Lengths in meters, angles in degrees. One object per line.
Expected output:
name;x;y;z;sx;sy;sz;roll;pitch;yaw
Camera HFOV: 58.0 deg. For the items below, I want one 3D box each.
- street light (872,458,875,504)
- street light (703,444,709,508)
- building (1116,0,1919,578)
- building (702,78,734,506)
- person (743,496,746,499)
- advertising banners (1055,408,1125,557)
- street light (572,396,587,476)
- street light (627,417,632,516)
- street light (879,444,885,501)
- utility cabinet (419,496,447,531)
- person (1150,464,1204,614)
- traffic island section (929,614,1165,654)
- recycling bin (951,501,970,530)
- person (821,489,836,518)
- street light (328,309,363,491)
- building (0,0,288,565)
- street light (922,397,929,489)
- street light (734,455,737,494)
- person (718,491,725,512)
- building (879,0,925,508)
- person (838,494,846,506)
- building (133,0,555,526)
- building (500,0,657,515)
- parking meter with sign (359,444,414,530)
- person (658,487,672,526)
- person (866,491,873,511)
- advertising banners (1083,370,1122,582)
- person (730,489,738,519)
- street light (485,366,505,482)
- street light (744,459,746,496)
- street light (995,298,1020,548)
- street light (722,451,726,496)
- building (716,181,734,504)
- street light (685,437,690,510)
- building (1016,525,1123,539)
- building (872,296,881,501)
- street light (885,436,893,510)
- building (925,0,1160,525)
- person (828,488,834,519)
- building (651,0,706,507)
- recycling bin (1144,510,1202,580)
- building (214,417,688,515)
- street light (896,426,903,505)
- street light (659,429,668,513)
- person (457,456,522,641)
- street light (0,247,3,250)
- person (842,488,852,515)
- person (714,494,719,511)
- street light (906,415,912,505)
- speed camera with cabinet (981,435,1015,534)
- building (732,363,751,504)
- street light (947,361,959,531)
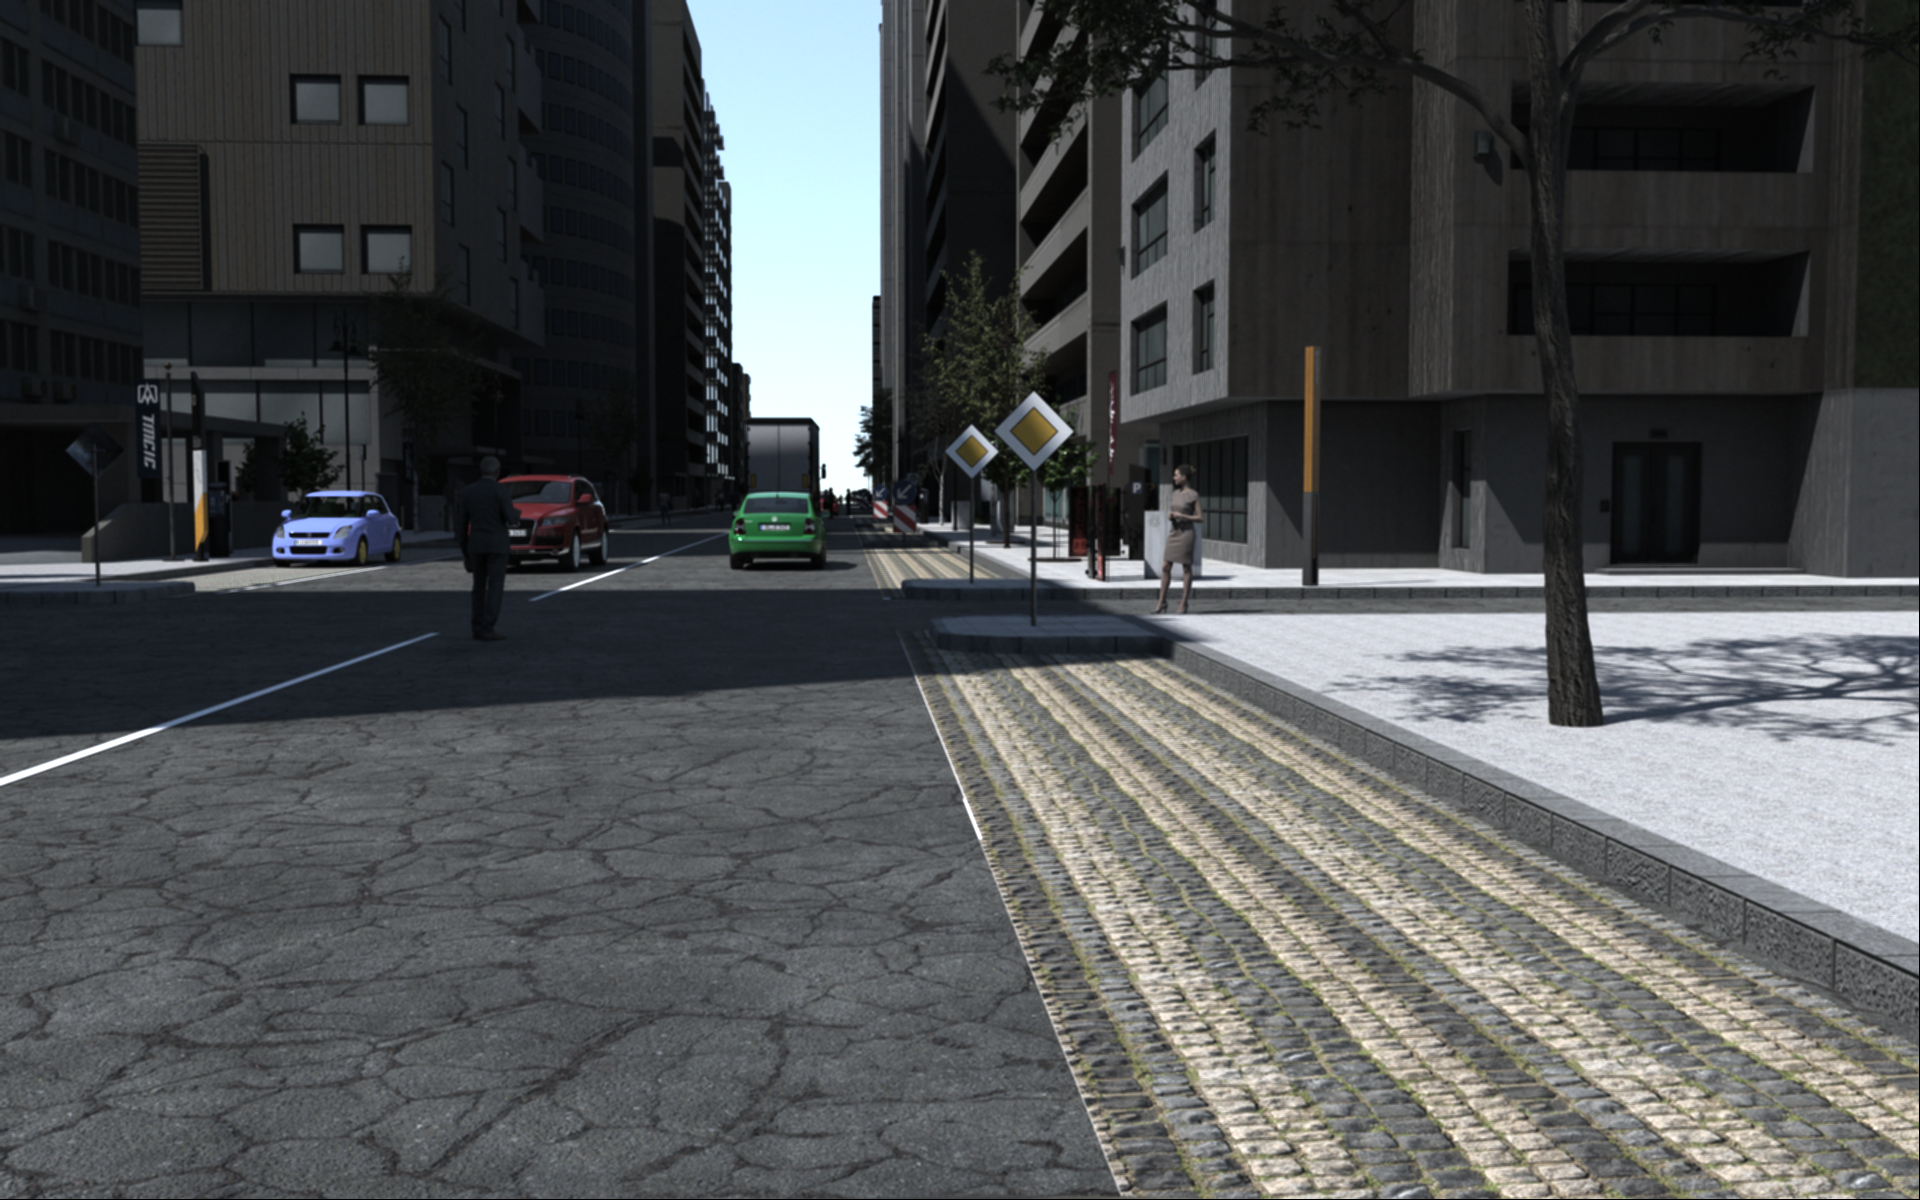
street light;-9.840;-13.909;200.204;0.468;5.910;1.993;0;4;-4
street light;-23.304;-11.411;159.365;0.468;5.910;1.993;0;4;-4
building;10.968;-15.941;32.340;14.107;30.474;14.160;0;4;-4
building;-38.307;-35.311;196.940;23.786;49.044;30.456;0;4;-4
person;-20.123;-9.491;164.391;1.217;1.735;0.721;3;4;38
advertising banners;2.466;-2.396;35.358;2.074;3.025;0.090;-2;4;-27
street light;-17.932;-6.665;81.763;0.468;5.910;1.993;0;4;-4
street light;-19.240;-7.822;100.679;0.468;5.910;1.993;0;4;-4
street light;-6.793;-11.240;156.565;0.468;5.910;1.993;0;4;-4
utility cabinet;-18.320;-3.004;60.277;0.306;1.237;1.020;2;4;29
person;2.586;-0.719;20.594;0.374;1.781;0.599;-3;5;-40
traffic island section;0.735;0.330;16.886;2.009;0.180;2.903;0;4;-4
recycling bin;0.103;-3.078;62.886;0.722;1.027;0.722;1;4;11
person;-8.182;-5.893;105.644;1.217;1.735;0.721;0;4;7
street light;-15.351;-4.318;43.391;0.468;5.910;1.993;0;4;-4
building;-32.665;-21.092;36.741;32.217;40.220;23.993;0;4;-4
street light;-1.575;-6.567;80.164;0.468;5.910;1.993;0;4;-4
street light;-26.273;-14.072;202.859;0.468;5.910;1.993;0;4;-4
person;-19.437;-8.026;140.655;0.436;1.711;0.756;3;5;45
building;1.014;-40.642;206.487;21.231;58.520;28.212;0;4;-4
person;-11.918;-9.871;173.155;1.065;1.426;0.557;-1;4;-19
building;-33.573;-29.692;74.697;28.713;52.752;27.495;0;4;-4
building;-31.887;-34.821;111.315;21.231;58.520;28.212;0;4;-4
parking meter with sign;-20.314;-3.985;61.421;1.738;3.016;0.543;-2;4;-34
person;-13.112;-4.163;77.161;0.593;1.750;0.643;-1;4;-21
person;-7.655;-8.399;146.746;0.541;1.710;0.530;1;4;15
advertising banners;2.086;-1.796;25.551;0.090;3.025;2.074;0;4;-6
person;-13.171;-5.601;100.993;0.541;1.710;0.530;-3;5;-39
street light;-16.719;-5.487;62.505;0.468;5.910;1.993;0;4;-4
street light;-27.572;-15.261;222.296;0.468;5.910;1.993;0;4;-4
street light;1.120;-4.172;41.007;0.468;5.910;1.993;0;4;-4
street light;-24.934;-12.877;183.325;0.468;5.910;1.993;0;4;-4
building;-36.361;-32.797;219.821;14.154;41.232;14.086;0;4;-4
street light;-21.886;-10.186;139.324;0.468;5.910;1.993;0;4;-4
building;13.610;-26.617;58.883;21.300;48.544;21.600;0;4;-4
building;-5.778;-29.370;251.894;14.160;30.474;14.107;0;4;-4
street light;-5.511;-10.060;137.276;0.468;5.910;1.993;0;4;-4
building;9.328;-28.472;89.224;21.300;48.544;21.600;0;4;-4
person;-7.556;-5.655;101.055;0.705;1.812;1.348;0;4;-7
building;-35.387;-32.851;160.820;21.300;48.544;21.600;0;4;-4
recycling bin;3.246;-0.845;26.363;0.722;1.027;0.722;2;4;24
building;-38.534;-27.257;137.534;32.217;40.220;23.993;0;4;-4
street light;-4.111;-8.892;118.165;0.468;5.910;1.993;0;4;-4
street light;-20.579;-9.016;120.206;0.468;5.910;1.993;0;4;-4
person;-4.618;-0.517;17.127;0.661;1.801;0.590;1;4;15
street light;-13.957;-3.149;24.279;0.468;5.910;1.993;0;4;-4
person;-7.723;-6.781;119.380;0.705;1.822;1.348;-2;4;-28
person;-20.172;-8.085;143.915;0.599;1.433;0.991;-1;4;-17
street light;-2.877;-7.749;99.483;0.468;5.910;1.993;0;4;-4
speed camera with cabinet;1.244;-3.832;56.983;0.660;3.252;2.038;1;4;18
building;-43.739;-24.244;241.421;27.650;21.520;28.899;0;4;-4
street light;-0.162;-5.349;60.252;0.468;5.910;1.993;0;4;-4
